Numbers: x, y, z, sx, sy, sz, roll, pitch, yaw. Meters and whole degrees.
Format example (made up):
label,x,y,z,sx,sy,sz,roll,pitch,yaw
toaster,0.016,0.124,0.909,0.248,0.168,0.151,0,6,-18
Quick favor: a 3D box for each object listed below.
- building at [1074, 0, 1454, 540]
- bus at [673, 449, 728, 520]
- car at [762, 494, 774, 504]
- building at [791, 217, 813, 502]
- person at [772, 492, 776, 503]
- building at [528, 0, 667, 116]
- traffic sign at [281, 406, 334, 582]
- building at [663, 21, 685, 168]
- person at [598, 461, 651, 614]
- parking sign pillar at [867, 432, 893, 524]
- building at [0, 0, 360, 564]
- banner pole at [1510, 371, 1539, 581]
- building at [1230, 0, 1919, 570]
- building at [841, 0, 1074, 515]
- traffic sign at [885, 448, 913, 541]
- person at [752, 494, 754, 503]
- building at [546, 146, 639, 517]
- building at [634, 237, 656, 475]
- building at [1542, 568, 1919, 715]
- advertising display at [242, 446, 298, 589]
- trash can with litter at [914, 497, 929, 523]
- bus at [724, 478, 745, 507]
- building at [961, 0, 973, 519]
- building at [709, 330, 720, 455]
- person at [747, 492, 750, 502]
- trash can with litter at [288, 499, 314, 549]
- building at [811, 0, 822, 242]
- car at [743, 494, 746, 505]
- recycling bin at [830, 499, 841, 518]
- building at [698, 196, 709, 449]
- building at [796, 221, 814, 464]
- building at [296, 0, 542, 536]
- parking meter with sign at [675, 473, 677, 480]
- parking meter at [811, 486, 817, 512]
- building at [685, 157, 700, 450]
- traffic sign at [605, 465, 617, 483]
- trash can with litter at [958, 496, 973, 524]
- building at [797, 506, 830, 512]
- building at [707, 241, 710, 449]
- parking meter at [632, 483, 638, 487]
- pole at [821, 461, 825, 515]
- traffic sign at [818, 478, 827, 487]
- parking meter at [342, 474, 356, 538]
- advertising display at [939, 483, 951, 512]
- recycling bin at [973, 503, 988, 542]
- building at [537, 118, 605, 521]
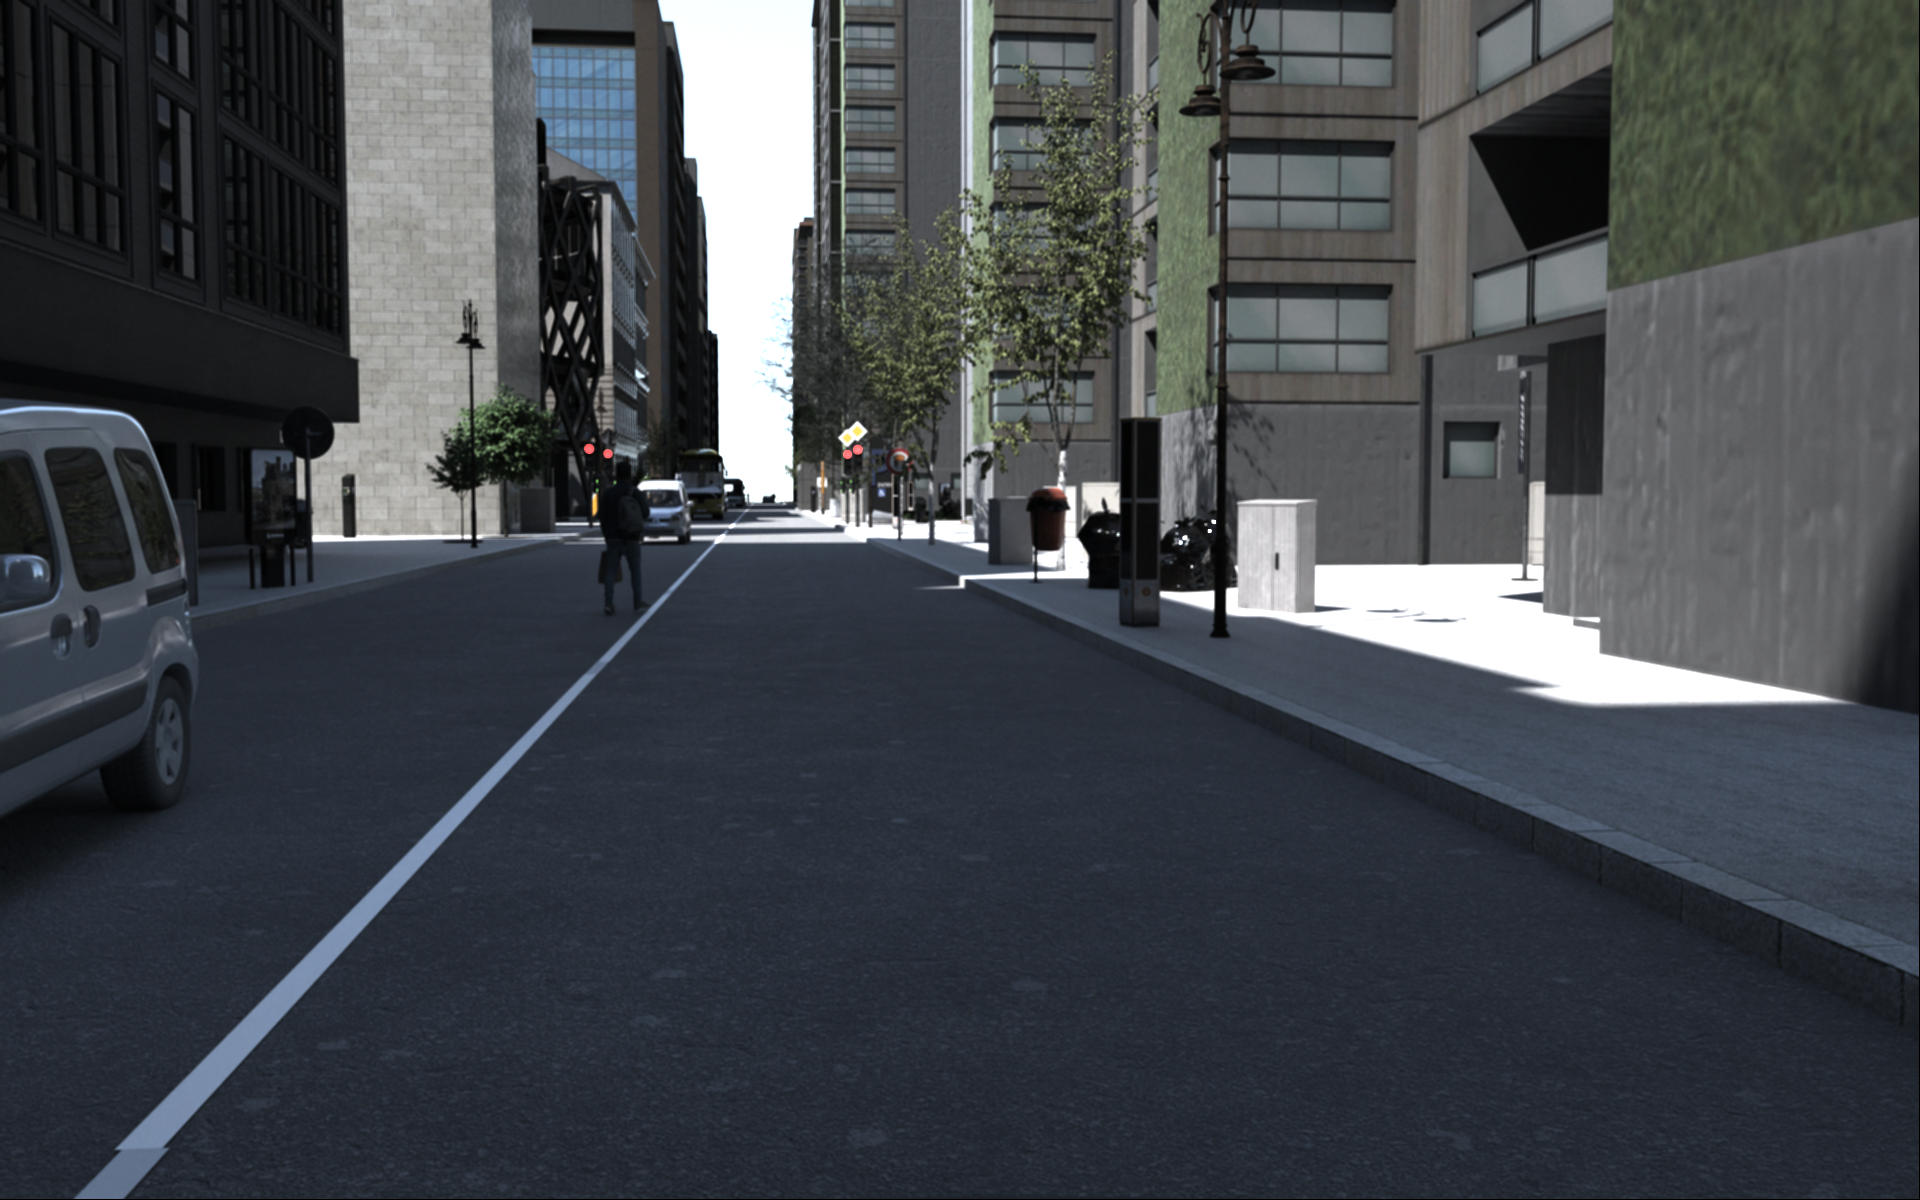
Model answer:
label,x,y,z,sx,sy,sz,roll,pitch,yaw
building,7.204,-22.958,58.950,14.154,41.232,14.086,0,4,-6
bus,-14.680,-6.540,98.471,2.896,3.916,12.252,0,4,-8
car,-28.779,-15.164,259.940,2.014,1.417,4.499,0,4,-5
building,-17.992,-41.225,297.724,21.300,48.544,21.600,0,4,-6
person,-28.427,-15.641,264.776,0.990,1.755,0.434,3,4,36
building,-33.178,-30.790,153.529,14.600,45.320,14.200,0,4,-6
traffic sign,-9.486,-1.535,25.208,0.768,2.556,0.104,0,3,0
building,-38.272,-33.464,170.834,21.300,48.544,21.600,0,4,-6
person,-4.060,-0.746,20.687,0.794,1.824,0.713,1,4,22
parking sign pillar,-3.291,-5.268,74.611,1.447,3.967,1.447,2,4,24
building,-18.568,-14.122,24.405,14.314,27.812,24.014,0,4,-6
banner pole,8.405,-2.189,25.813,0.401,3.779,0.863,0,4,7
building,10.831,-21.626,37.175,14.154,41.232,14.086,0,4,-6
building,-0.887,-26.348,114.377,14.154,41.232,14.086,0,4,-6
traffic sign,-1.664,-2.903,47.564,0.768,2.556,0.104,0,4,-5
person,-34.269,-16.799,286.429,0.557,1.426,1.065,-2,4,-28
building,-24.862,-15.613,104.428,9.793,20.994,18.267,0,4,-6
building,-28.228,-17.604,123.975,11.583,22.565,21.152,0,4,-6
building,11.905,-20.276,15.111,14.154,41.232,14.086,0,4,-6
advertising display,-9.447,-1.134,23.760,0.123,1.923,0.974,1,4,16
trash can with litter,-1.625,-4.001,76.806,0.624,1.170,1.055,-1,4,-23
bus,-25.401,-12.057,191.986,2.948,3.499,13.247,-1,4,-8
building,15.046,-33.223,85.196,28.212,58.520,21.231,0,4,-6
building,-48.749,-32.220,298.504,14.160,30.474,14.107,0,4,-6
person,-36.702,-17.811,300.373,0.621,1.740,0.551,2,4,27
trash can with litter,-15.672,-1.818,41.117,0.624,1.170,1.055,-1,4,-20
building,0.341,-35.472,169.213,28.713,52.752,27.495,0,4,-6
car,-28.360,-12.981,220.915,2.281,1.827,5.304,0,4,-6
recycling bin,-6.536,-4.919,92.980,0.722,1.027,0.722,-2,4,-27
building,-49.667,-39.218,264.909,21.300,48.544,21.600,0,4,-6
building,-14.486,-37.791,272.500,22.147,44.769,28.867,0,4,-6
building,-23.191,-12.387,57.272,16.860,20.320,10.420,0,4,-6
parking meter with sign,-23.463,-9.052,144.258,0.543,3.016,1.738,-1,4,-11
parking meter,-10.193,-7.038,120.774,0.399,1.863,0.255,0,4,-3
building,-38.004,-31.812,203.717,14.154,41.232,14.086,0,4,-6
traffic sign,-15.380,-4.701,76.959,0.768,2.556,0.104,0,4,-1
trash can with litter,0.877,-3.952,75.676,2.233,1.210,1.678,-1,4,-12
building,-2.774,-42.842,138.712,20.563,71.187,20.611,0,4,-6
building,-48.273,-38.735,283.425,14.600,45.320,14.200,0,4,-6
parking meter,-16.893,-5.159,90.066,0.255,1.863,0.399,-1,4,-22
pole,-8.489,-6.941,107.328,0.158,3.312,0.155,0,3,0
traffic sign,-8.583,-6.468,107.888,0.606,2.300,0.079,0,4,-3
parking meter,-17.934,-2.760,50.829,0.255,1.863,0.399,0,4,2
advertising display,-0.882,-5.772,99.583,0.123,1.923,0.974,3,4,37
recycling bin,0.725,-2.072,46.435,0.722,1.027,0.722,0,4,-2
building,-25.403,-13.073,81.195,16.820,18.784,16.811,0,4,-6
